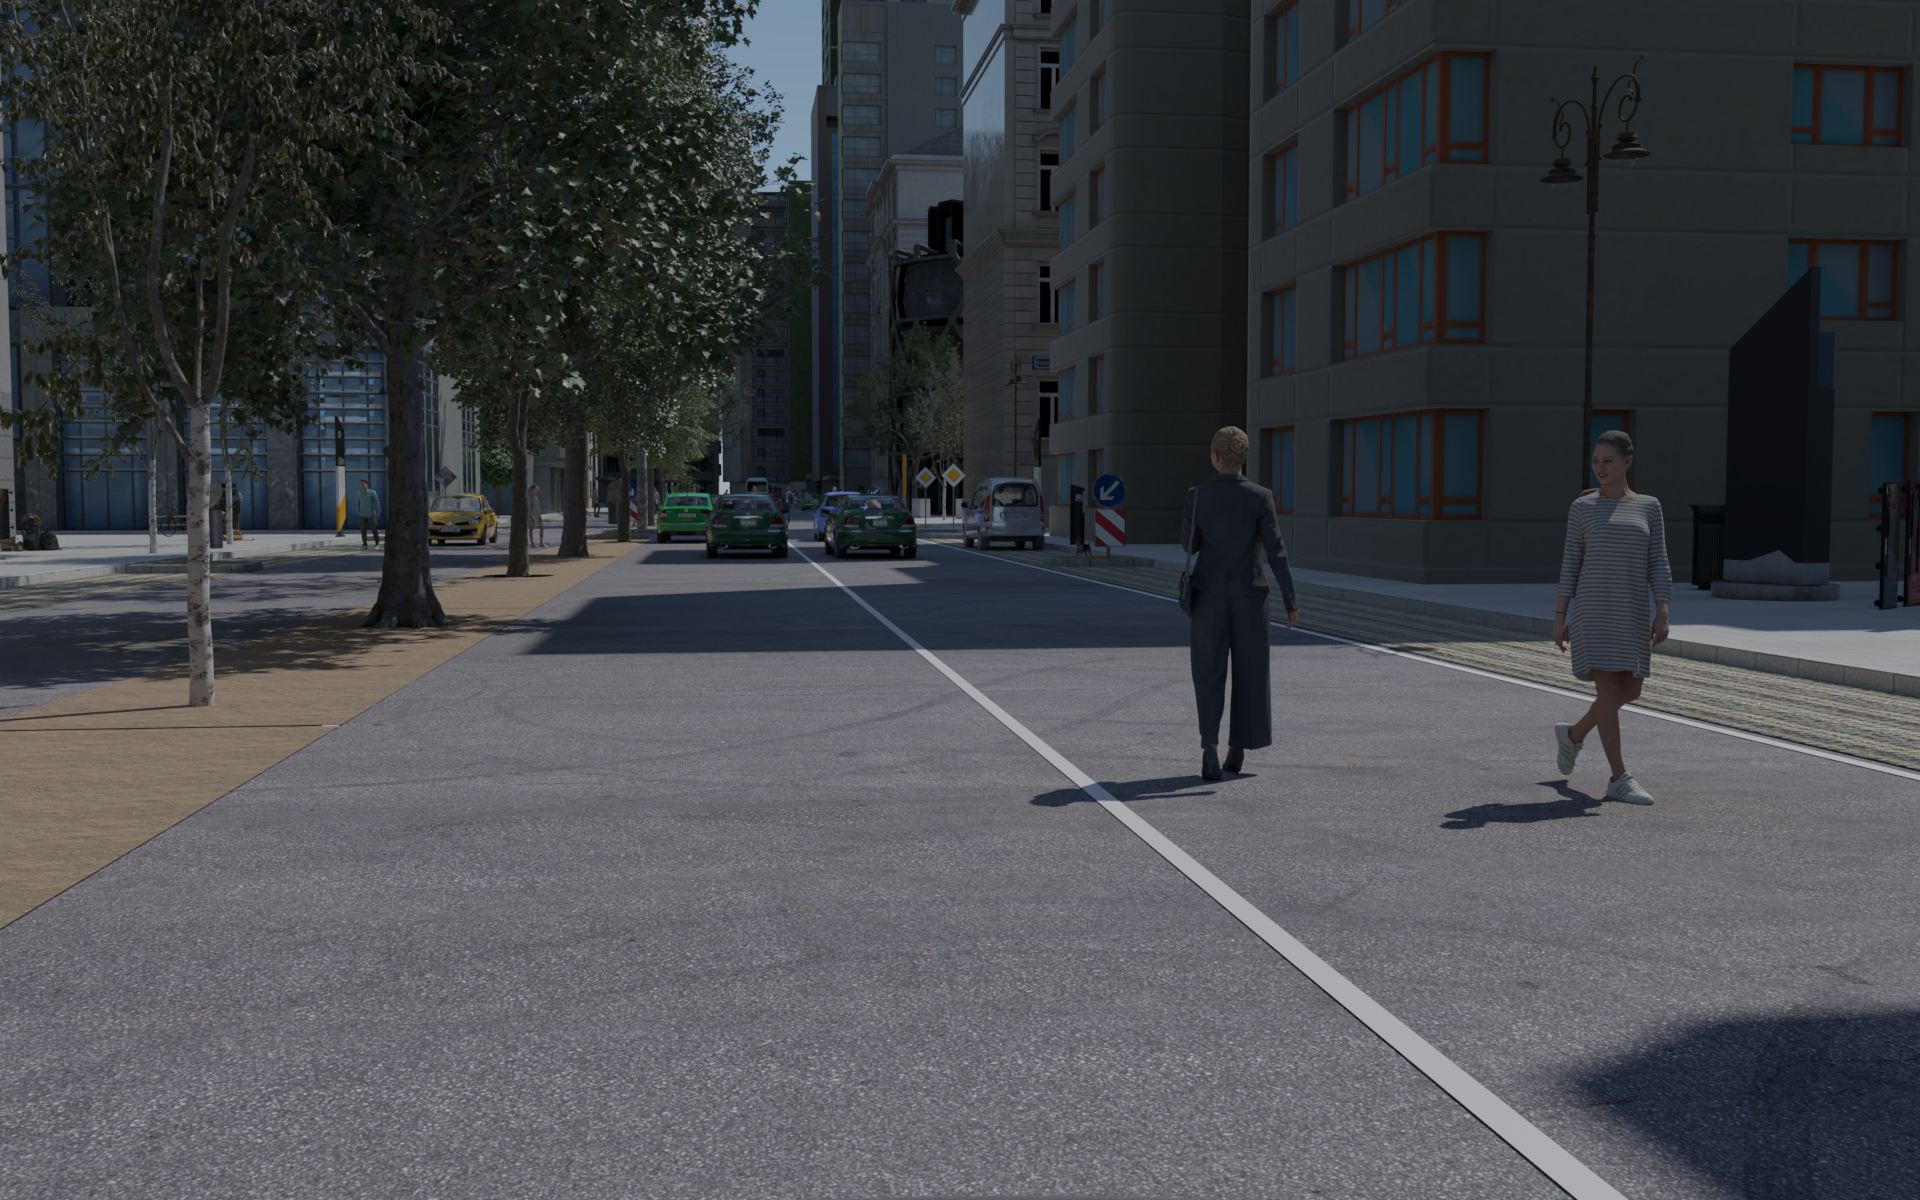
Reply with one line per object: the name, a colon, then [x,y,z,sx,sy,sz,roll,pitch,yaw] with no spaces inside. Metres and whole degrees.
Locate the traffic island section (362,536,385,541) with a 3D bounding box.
traffic island section: [-17.328,-1.941,54.021,2.009,0.180,2.903,0,4,-8]

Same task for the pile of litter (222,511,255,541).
pile of litter: [-20.224,-2.053,47.538,1.719,0.858,1.176,-2,4,-29]

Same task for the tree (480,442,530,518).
tree: [-25.061,-6.733,93.799,4.285,4.588,4.351,0,3,0]

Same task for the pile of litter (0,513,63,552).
pile of litter: [-21.161,-1.539,39.125,1.719,0.858,1.176,-3,5,-42]

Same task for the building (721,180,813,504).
building: [-24.398,-33.276,227.663,14.086,41.232,14.154,0,4,-8]

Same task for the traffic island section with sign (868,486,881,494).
traffic island section with sign: [-4.541,-4.896,88.676,1.989,1.847,2.006,0,4,-8]

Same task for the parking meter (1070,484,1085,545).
parking meter: [2.970,-2.165,43.816,0.372,1.533,0.369,0,3,0]

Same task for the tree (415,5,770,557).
tree: [-8.830,-7.952,39.123,9.857,13.997,8.962,0,3,0]

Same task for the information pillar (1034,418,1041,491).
information pillar: [2.393,-3.793,53.373,0.183,3.616,0.504,-1,4,-15]

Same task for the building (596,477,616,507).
building: [-51.677,-29.524,174.599,32.217,40.220,23.993,0,4,-8]

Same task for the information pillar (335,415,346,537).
information pillar: [-18.561,-3.701,51.862,0.183,3.616,0.504,0,4,3]

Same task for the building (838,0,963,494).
building: [-3.478,-28.435,148.505,14.154,41.232,14.086,0,4,-8]

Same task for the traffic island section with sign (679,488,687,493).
traffic island section with sign: [-21.923,-7.877,136.927,2.006,1.907,1.989,0,4,-8]

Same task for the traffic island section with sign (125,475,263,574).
traffic island section with sign: [-14.032,-1.425,31.920,1.989,1.847,2.006,0,4,-8]

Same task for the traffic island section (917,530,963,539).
traffic island section: [-0.189,-2.081,56.311,2.009,0.180,2.903,0,4,-8]

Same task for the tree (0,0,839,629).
tree: [-6.015,-6.060,18.551,9.611,12.733,9.660,0,3,0]

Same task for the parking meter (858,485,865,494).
parking meter: [-6.552,-6.705,115.336,0.399,1.863,0.255,-1,4,-18]

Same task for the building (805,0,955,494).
building: [-7.645,-46.847,204.195,20.563,71.187,20.611,0,4,-8]

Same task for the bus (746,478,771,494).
bus: [-23.951,-12.866,205.223,2.948,3.499,13.247,0,4,-6]

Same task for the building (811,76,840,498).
building: [-8.769,-32.856,187.306,14.600,45.320,14.200,0,4,-8]

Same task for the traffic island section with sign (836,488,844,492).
traffic island section with sign: [-8.126,-6.530,115.393,1.989,1.847,2.006,0,4,-8]

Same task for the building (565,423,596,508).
building: [-46.625,-18.601,149.165,27.650,21.520,28.899,0,4,-8]

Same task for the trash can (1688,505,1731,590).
trash can: [10.144,-0.707,23.206,0.748,1.137,0.748,0,3,0]

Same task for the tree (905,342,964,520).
tree: [-0.784,-8.220,84.754,4.360,8.622,3.978,0,3,0]

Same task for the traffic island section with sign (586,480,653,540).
traffic island section with sign: [-10.924,-2.873,55.115,2.006,1.907,1.989,0,4,-8]

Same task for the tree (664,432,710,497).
tree: [-18.453,-9.841,113.712,4.737,8.622,4.395,0,3,0]

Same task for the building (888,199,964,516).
building: [3.882,-14.685,107.554,16.820,18.784,16.811,0,4,-8]

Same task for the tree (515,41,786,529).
tree: [-13.590,-12.762,67.005,12.611,20.169,13.585,0,3,0]

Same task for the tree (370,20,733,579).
tree: [-7.467,-6.184,29.314,9.928,11.665,9.643,0,3,0]

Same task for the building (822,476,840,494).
building: [2.904,-29.195,169.224,32.217,40.220,23.993,0,4,-8]

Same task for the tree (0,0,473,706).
tree: [-5.159,-3.598,11.654,4.360,8.622,3.978,0,3,0]

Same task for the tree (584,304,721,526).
tree: [-13.986,-9.593,77.429,7.486,12.596,7.792,0,3,0]

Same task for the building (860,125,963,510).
building: [0.425,-20.840,128.129,14.401,28.519,23.554,0,4,-8]

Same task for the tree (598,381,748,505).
tree: [-14.606,-9.066,85.104,8.767,10.594,7.601,0,4,-8]

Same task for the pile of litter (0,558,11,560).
pile of litter: [-19.385,-1.198,33.558,1.719,0.858,1.176,-1,4,-21]

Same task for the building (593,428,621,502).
building: [-53.705,-33.268,198.551,28.867,44.769,22.147,0,4,-8]

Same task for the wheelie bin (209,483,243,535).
wheelie bin: [-20.825,-2.525,49.194,0.693,1.594,0.980,3,5,42]

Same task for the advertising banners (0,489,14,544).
advertising banners: [-23.434,-2.751,41.163,2.074,3.025,0.090,1,4,13]

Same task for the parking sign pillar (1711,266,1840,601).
parking sign pillar: [10.062,-2.007,21.279,1.447,3.967,1.447,-1,4,-18]

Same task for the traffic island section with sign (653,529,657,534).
traffic island section with sign: [-11.902,-3.322,62.457,2.006,1.907,1.989,0,4,-8]

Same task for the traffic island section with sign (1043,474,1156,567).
traffic island section with sign: [2.723,-1.596,34.721,1.989,1.847,2.006,0,4,-8]

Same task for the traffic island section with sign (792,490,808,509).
traffic island section with sign: [-14.857,-9.589,165.411,1.989,1.847,2.006,0,4,-8]

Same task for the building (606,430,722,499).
building: [-42.633,-37.031,229.163,21.600,48.544,21.300,0,4,-8]

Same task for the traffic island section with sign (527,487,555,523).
traffic island section with sign: [-21.471,-4.808,87.238,1.989,1.847,2.006,0,4,-8]

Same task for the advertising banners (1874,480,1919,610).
advertising banners: [10.883,-1.440,19.725,2.074,3.025,0.090,-3,5,-43]

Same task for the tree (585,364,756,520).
tree: [-16.280,-11.128,94.766,12.009,13.543,11.850,0,3,0]

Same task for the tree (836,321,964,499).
tree: [-2.500,-9.769,94.134,8.767,10.594,7.601,-1,4,-9]

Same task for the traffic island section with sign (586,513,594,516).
traffic island section with sign: [-25.062,-6.442,113.954,1.989,1.847,2.006,0,4,-8]
